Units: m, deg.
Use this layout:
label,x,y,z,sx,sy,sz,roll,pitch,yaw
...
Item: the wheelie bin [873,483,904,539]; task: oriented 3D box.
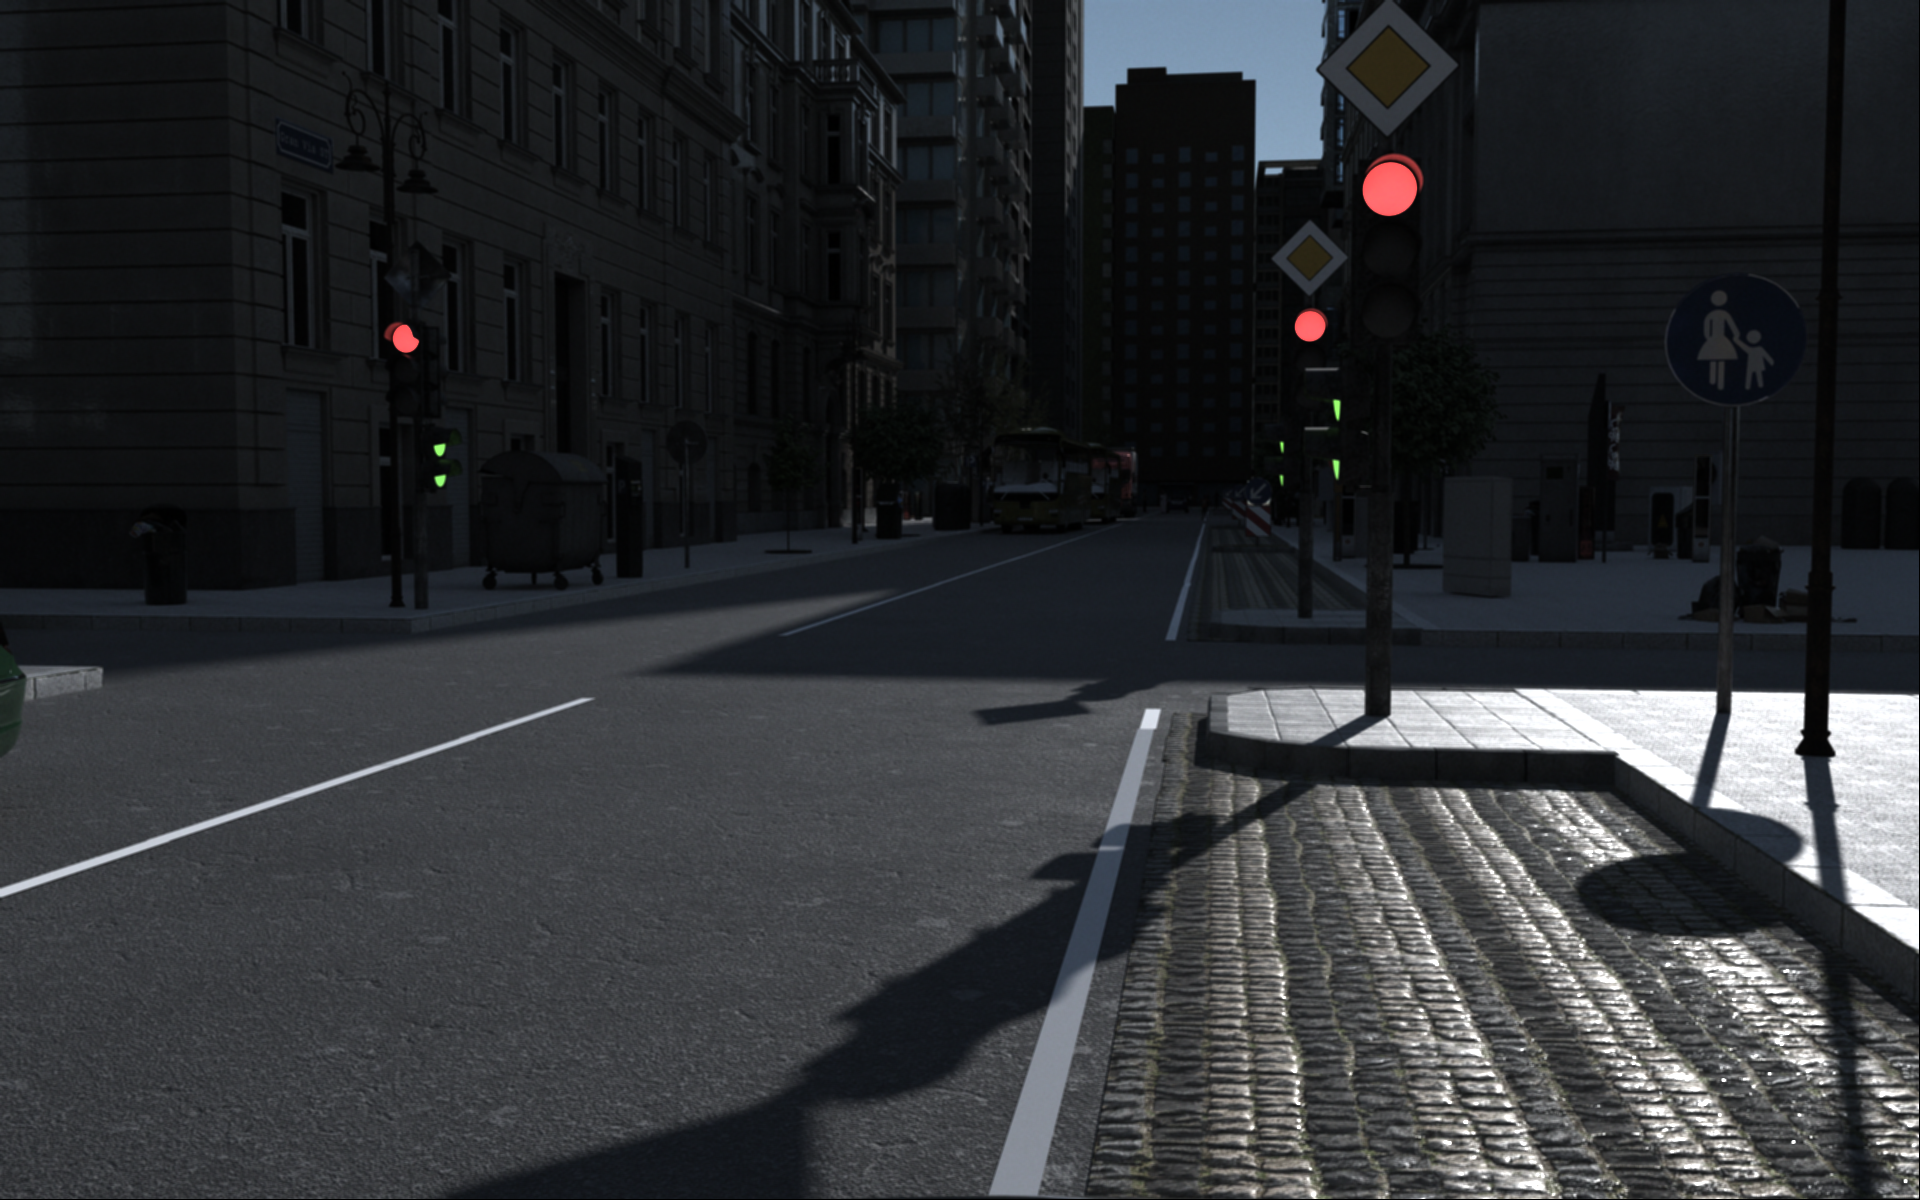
label,x,y,z,sx,sy,sz,roll,pitch,yaw
wheelie bin,-2.025,-2.541,49.459,0.980,1.594,0.693,1,4,18

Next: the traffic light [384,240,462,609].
label,x,y,z,sx,sy,sz,roll,pitch,yaw
traffic light,-6.000,-1.854,19.229,0.839,4.253,0.868,1,4,8

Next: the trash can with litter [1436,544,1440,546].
label,x,y,z,sx,sy,sz,roll,pitch,yaw
trash can with litter,12.506,-1.915,42.365,1.678,1.210,2.233,0,4,7

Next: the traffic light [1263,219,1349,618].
label,x,y,z,sx,sy,sz,roll,pitch,yaw
traffic light,3.563,-1.770,17.855,0.839,4.253,0.868,1,4,8

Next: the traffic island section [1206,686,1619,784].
label,x,y,z,sx,sy,sz,roll,pitch,yaw
traffic island section,2.448,0.747,10.061,2.009,0.180,2.903,1,4,8

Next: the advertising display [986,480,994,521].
label,x,y,z,sx,sy,sz,roll,pitch,yaw
advertising display,1.470,-4.678,81.693,0.974,1.923,0.123,-2,4,-35

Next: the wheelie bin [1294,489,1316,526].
label,x,y,z,sx,sy,sz,roll,pitch,yaw
wheelie bin,13.629,-3.710,68.569,0.693,1.594,0.980,3,4,36

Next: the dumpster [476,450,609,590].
label,x,y,z,sx,sy,sz,roll,pitch,yaw
dumpster,-5.718,-1.102,23.772,1.264,1.857,1.865,1,4,8

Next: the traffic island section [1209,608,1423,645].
label,x,y,z,sx,sy,sz,roll,pitch,yaw
traffic island section,3.601,0.264,17.963,2.009,0.180,2.903,1,4,8

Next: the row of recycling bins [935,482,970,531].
label,x,y,z,sx,sy,sz,roll,pitch,yaw
row of recycling bins,-0.218,-3.389,62.521,1.069,1.692,3.534,1,4,9

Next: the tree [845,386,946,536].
label,x,y,z,sx,sy,sz,roll,pitch,yaw
tree,-1.909,-4.239,53.017,4.285,4.588,4.351,0,3,0

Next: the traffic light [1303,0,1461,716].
label,x,y,z,sx,sy,sz,roll,pitch,yaw
traffic light,2.410,-1.286,9.953,0.839,4.253,0.868,1,4,8

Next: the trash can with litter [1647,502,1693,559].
label,x,y,z,sx,sy,sz,roll,pitch,yaw
trash can with litter,14.186,-1.398,34.239,1.055,1.170,0.624,1,4,14

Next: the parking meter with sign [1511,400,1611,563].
label,x,y,z,sx,sy,sz,roll,pitch,yaw
parking meter with sign,11.302,-2.226,32.662,1.738,3.016,0.543,2,4,25

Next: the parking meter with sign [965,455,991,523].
label,x,y,z,sx,sy,sz,roll,pitch,yaw
parking meter with sign,0.837,-4.947,77.139,0.543,3.016,1.738,-2,4,-26

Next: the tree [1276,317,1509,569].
label,x,y,z,sx,sy,sz,roll,pitch,yaw
tree,7.822,-2.848,30.272,4.285,4.588,4.351,0,3,0

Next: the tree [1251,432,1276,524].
label,x,y,z,sx,sy,sz,roll,pitch,yaw
tree,14.097,-5.600,75.279,4.285,4.588,4.351,0,3,0

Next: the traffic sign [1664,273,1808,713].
label,x,y,z,sx,sy,sz,roll,pitch,yaw
traffic sign,4.483,-0.611,10.089,0.768,2.556,0.104,1,4,14

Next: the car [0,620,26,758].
label,x,y,z,sx,sy,sz,roll,pitch,yaw
car,-5.261,0.378,5.618,2.131,1.459,4.920,0,4,8

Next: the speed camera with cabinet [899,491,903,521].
label,x,y,z,sx,sy,sz,roll,pitch,yaw
speed camera with cabinet,-3.642,-5.457,83.557,2.038,3.252,0.660,3,5,43

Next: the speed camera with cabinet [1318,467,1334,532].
label,x,y,z,sx,sy,sz,roll,pitch,yaw
speed camera with cabinet,12.778,-3.968,59.218,0.660,3.252,2.038,2,4,27

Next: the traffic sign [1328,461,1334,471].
label,x,y,z,sx,sy,sz,roll,pitch,yaw
traffic sign,9.929,-2.742,44.942,0.768,2.556,0.104,1,4,14

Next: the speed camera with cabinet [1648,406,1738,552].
label,x,y,z,sx,sy,sz,roll,pitch,yaw
speed camera with cabinet,16.217,-2.692,38.351,0.660,3.252,2.038,-1,4,-22

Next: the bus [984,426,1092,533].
label,x,y,z,sx,sy,sz,roll,pitch,yaw
bus,3.258,-4.590,66.601,2.896,3.916,12.252,1,4,10

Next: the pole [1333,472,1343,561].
label,x,y,z,sx,sy,sz,roll,pitch,yaw
pole,7.213,-2.395,32.995,0.158,3.312,0.155,0,3,0

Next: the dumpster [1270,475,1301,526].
label,x,y,z,sx,sy,sz,roll,pitch,yaw
dumpster,13.372,-4.147,70.293,1.502,2.255,1.985,1,4,8

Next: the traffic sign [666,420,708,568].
label,x,y,z,sx,sy,sz,roll,pitch,yaw
traffic sign,-4.731,-1.826,29.954,0.768,2.556,0.104,1,4,14

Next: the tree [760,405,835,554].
label,x,y,z,sx,sy,sz,roll,pitch,yaw
tree,-3.759,-2.626,37.542,1.663,3.219,1.824,0,3,0

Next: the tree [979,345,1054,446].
label,x,y,z,sx,sy,sz,roll,pitch,yaw
tree,2.544,-8.325,86.468,4.737,8.622,4.395,0,3,0

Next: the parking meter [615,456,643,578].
label,x,y,z,sx,sy,sz,roll,pitch,yaw
parking meter,-5.068,-1.274,26.547,0.399,1.863,0.255,3,5,43

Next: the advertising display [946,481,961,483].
label,x,y,z,sx,sy,sz,roll,pitch,yaw
advertising display,-0.351,-5.029,87.431,0.974,1.923,0.123,3,5,42

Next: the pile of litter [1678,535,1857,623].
label,x,y,z,sx,sy,sz,roll,pitch,yaw
pile of litter,8.233,-0.222,17.597,1.719,0.858,1.176,1,4,22

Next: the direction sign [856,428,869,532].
label,x,y,z,sx,sy,sz,roll,pitch,yaw
direction sign,-3.274,-4.081,58.720,0.379,3.537,0.876,-3,4,-36

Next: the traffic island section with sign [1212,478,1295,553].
label,x,y,z,sx,sy,sz,roll,pitch,yaw
traffic island section with sign,7.233,-2.089,42.778,1.989,1.847,2.006,1,4,8

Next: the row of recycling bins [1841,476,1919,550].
label,x,y,z,sx,sy,sz,roll,pitch,yaw
row of recycling bins,22.343,-2.010,39.980,3.534,1.692,1.069,1,4,23

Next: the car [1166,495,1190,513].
label,x,y,z,sx,sy,sz,roll,pitch,yaw
car,16.495,-7.281,131.622,1.945,1.354,3.894,0,4,6

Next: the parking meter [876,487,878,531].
label,x,y,z,sx,sy,sz,roll,pitch,yaw
parking meter,-2.620,-3.045,58.199,0.372,1.533,0.369,0,3,0

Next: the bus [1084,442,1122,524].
label,x,y,z,sx,sy,sz,roll,pitch,yaw
bus,6.397,-5.761,85.744,2.896,3.916,12.252,1,4,8

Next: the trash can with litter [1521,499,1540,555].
label,x,y,z,sx,sy,sz,roll,pitch,yaw
trash can with litter,12.280,-1.533,36.452,0.624,1.170,1.055,3,4,38

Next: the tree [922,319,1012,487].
label,x,y,z,sx,sy,sz,roll,pitch,yaw
tree,0.182,-7.530,73.476,4.360,8.622,3.978,0,3,0

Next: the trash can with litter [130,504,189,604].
label,x,y,z,sx,sy,sz,roll,pitch,yaw
trash can with litter,-9.393,-0.547,20.338,0.624,1.170,1.055,-2,4,-25

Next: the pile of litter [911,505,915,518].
label,x,y,z,sx,sy,sz,roll,pitch,yaw
pile of litter,-2.498,-4.751,91.642,1.176,0.858,1.719,2,4,31
